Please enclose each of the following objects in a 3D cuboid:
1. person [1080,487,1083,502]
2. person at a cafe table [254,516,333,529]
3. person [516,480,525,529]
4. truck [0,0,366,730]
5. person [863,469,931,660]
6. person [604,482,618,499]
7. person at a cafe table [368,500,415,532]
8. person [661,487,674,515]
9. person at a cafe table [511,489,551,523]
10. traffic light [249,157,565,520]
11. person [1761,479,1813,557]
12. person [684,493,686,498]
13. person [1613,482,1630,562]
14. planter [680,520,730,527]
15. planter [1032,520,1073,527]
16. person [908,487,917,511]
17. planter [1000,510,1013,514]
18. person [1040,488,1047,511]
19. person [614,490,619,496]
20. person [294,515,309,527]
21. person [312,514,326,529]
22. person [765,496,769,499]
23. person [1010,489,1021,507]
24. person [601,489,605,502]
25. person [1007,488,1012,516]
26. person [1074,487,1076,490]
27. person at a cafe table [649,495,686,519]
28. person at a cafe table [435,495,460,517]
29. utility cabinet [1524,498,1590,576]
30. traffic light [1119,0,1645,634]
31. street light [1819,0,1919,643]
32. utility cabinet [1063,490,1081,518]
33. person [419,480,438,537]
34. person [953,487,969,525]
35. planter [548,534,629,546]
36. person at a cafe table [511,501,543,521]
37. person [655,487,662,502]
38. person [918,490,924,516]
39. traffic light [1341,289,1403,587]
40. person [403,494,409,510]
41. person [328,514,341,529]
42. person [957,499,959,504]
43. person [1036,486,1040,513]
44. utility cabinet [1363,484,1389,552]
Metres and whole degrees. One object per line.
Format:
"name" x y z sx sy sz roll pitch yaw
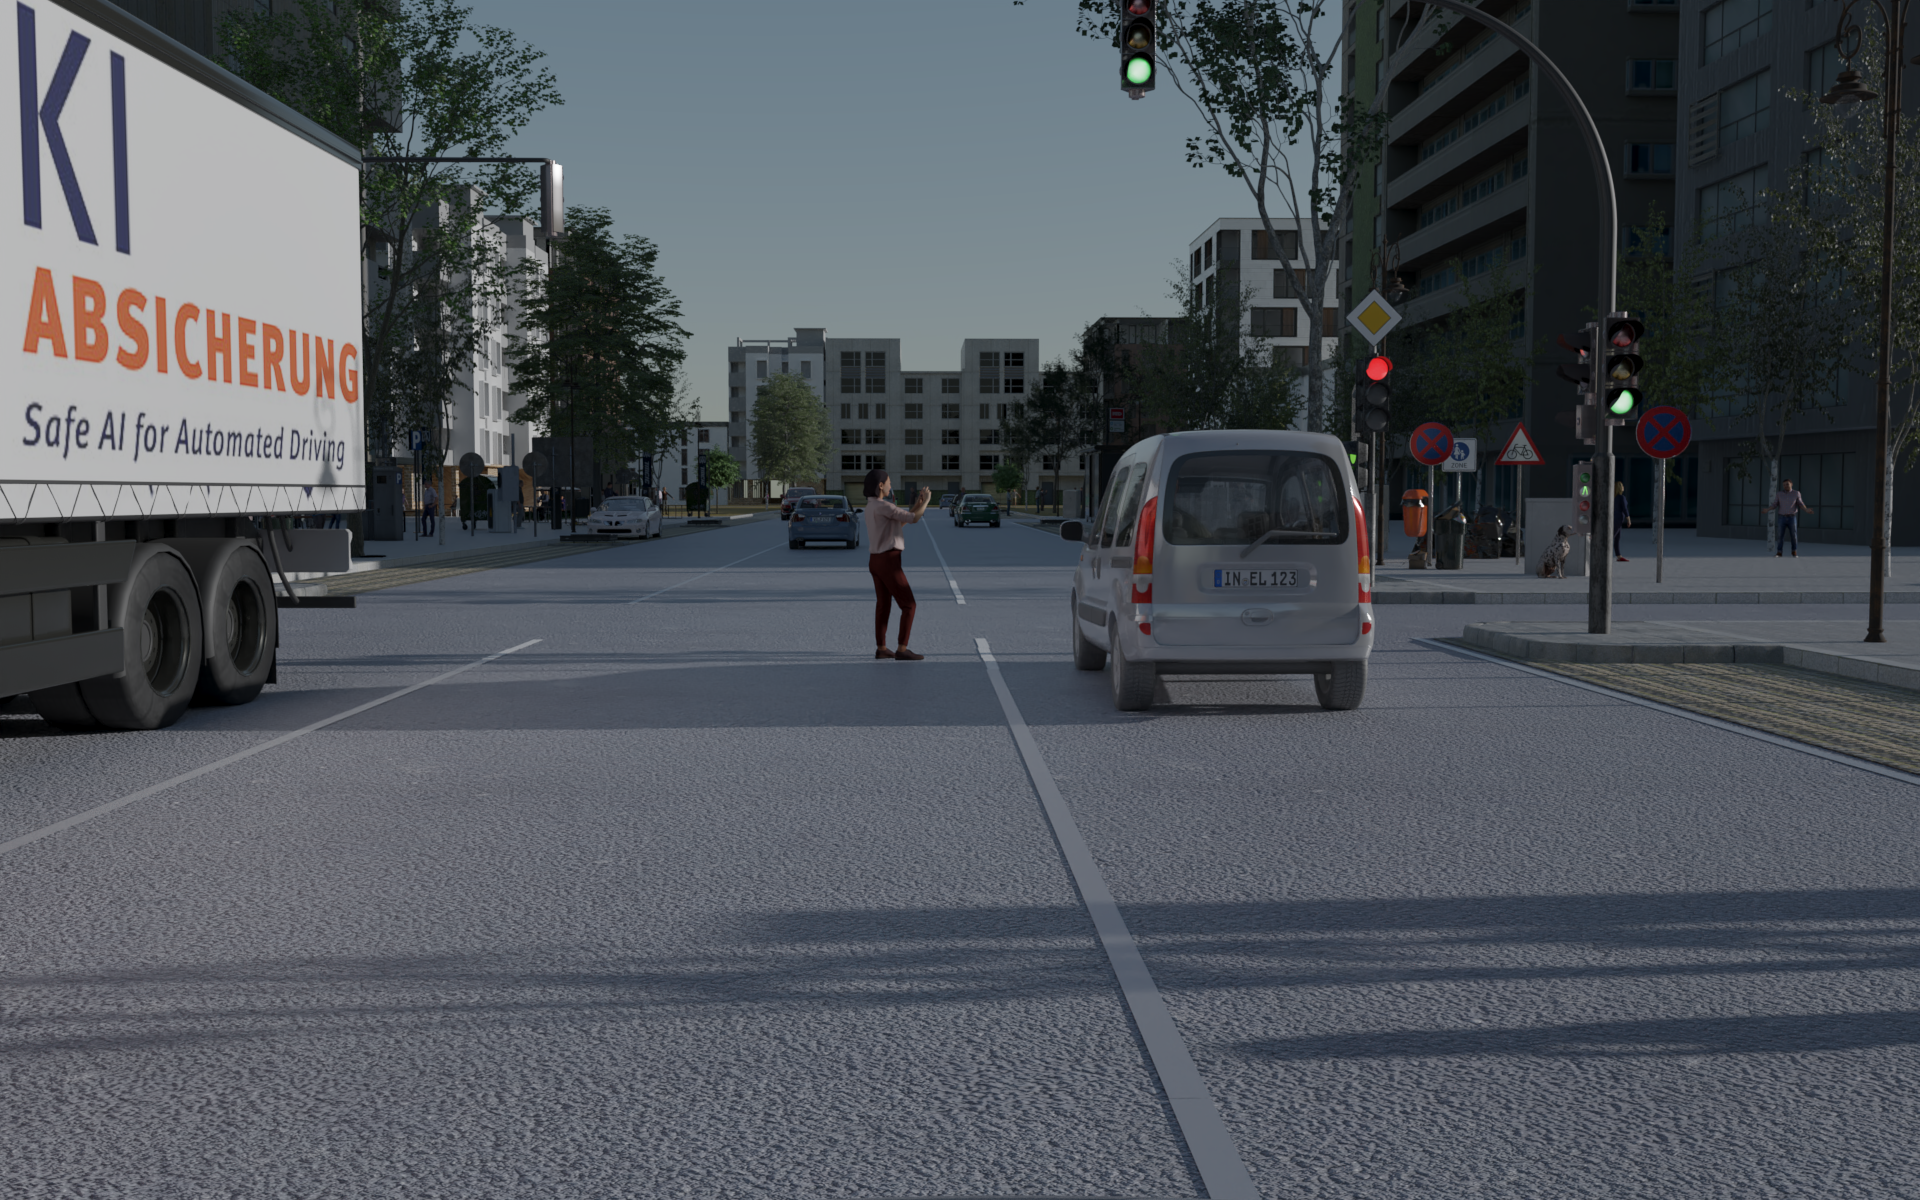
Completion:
"person" 8.520 -7.126 122.998 0.683 1.767 0.568 -3 5 -43
"person at a cafe table" -17.107 -2.165 43.911 1.622 1.524 1.698 1 4 12
"person" -16.233 -3.537 64.006 0.434 1.807 0.598 0 4 3
"truck" -5.990 -1.193 8.427 2.839 4.237 11.283 0 4 0
"person" -0.544 -0.311 15.050 0.566 1.644 0.517 1 4 16
"person" -13.718 -3.786 68.400 0.568 1.767 0.683 1 4 19
"person at a cafe table" -19.461 -2.905 58.353 1.698 1.238 1.726 -2 4 -35
"person" -18.124 -6.093 106.494 1.217 1.723 0.721 -3 5 -40
"person at a cafe table" -18.949 -4.234 77.741 1.698 1.524 1.622 2 4 24
"traffic light" -7.781 -2.987 23.501 4.771 5.953 1.251 0 4 -2
"person" 16.727 -1.654 35.043 0.963 1.587 0.435 1 4 23
"person" -22.111 -8.261 141.199 0.705 1.812 1.348 2 4 33
"person" 12.366 -1.478 32.758 0.613 1.512 0.480 -2 4 -26
"planter" -11.033 -3.301 75.118 1.991 0.319 1.994 0 4 -2
"planter" 4.207 -3.370 76.246 1.991 0.319 1.994 0 4 -2
"person" -2.436 -4.868 88.214 0.434 1.807 0.598 -2 4 -24
"planter" 2.828 -6.398 125.746 1.991 0.319 1.994 0 4 -2
"person" 6.394 -7.644 131.820 0.742 1.727 0.445 2 4 34
"person" -18.882 -5.313 95.609 0.600 1.496 0.574 -1 4 -12
"person" -25.175 -3.685 66.163 0.709 1.838 0.599 0 4 1
"person" -14.761 -1.952 39.821 0.662 1.594 0.647 0 4 8
"person" -18.880 -9.755 168.765 0.599 1.433 0.991 1 4 22
"person" 5.451 -10.303 174.503 1.348 1.824 0.705 1 4 11
"person" -17.321 -4.642 84.414 0.523 1.526 0.387 1 4 8
"person" 3.199 -6.363 112.613 0.705 1.814 1.350 0 4 -4
"person" 9.108 -8.012 137.179 1.348 1.807 0.705 -2 4 -25
"person at a cafe table" -15.381 -4.864 90.388 1.726 1.238 1.698 -2 4 -27
"person at a cafe table" -28.667 -5.308 97.653 1.726 1.238 1.698 3 5 40
"utility cabinet" 9.496 -0.996 27.450 1.020 1.237 0.306 3 5 45
"traffic light" 3.780 -2.508 15.675 4.771 5.953 1.251 0 4 -2
"street light" 7.941 -2.572 14.848 0.468 5.910 1.993 0 4 -2
"utility cabinet" 5.907 -5.076 91.671 0.318 1.500 1.173 -2 4 -33
"person" -15.930 -2.745 51.859 0.436 1.711 0.756 -3 4 -37
"person" 0.158 -4.323 79.732 0.990 1.755 0.434 1 4 18
"planter" -10.279 -1.654 48.185 1.991 0.319 1.994 0 4 -2
"person at a cafe table" -20.617 -4.341 81.838 1.726 1.238 1.698 3 5 43
"person" -17.581 -5.736 100.766 0.436 1.711 0.756 1 4 9
"person" -2.514 -6.322 112.787 0.541 1.710 0.530 -1 4 -12
"traffic light" 5.645 -2.137 23.857 0.839 4.253 0.868 0 4 -2
"person" -26.248 -4.476 81.442 0.569 1.553 0.471 -2 4 -30
"person" -19.165 -2.765 53.216 0.963 1.587 0.435 2 4 29
"person" 0.069 -4.923 92.903 0.435 1.345 0.340 -1 4 -13
"person" 5.139 -6.656 114.958 0.705 1.814 1.350 0 4 3
"utility cabinet" 9.090 -1.793 37.996 0.318 1.500 1.173 2 4 32
